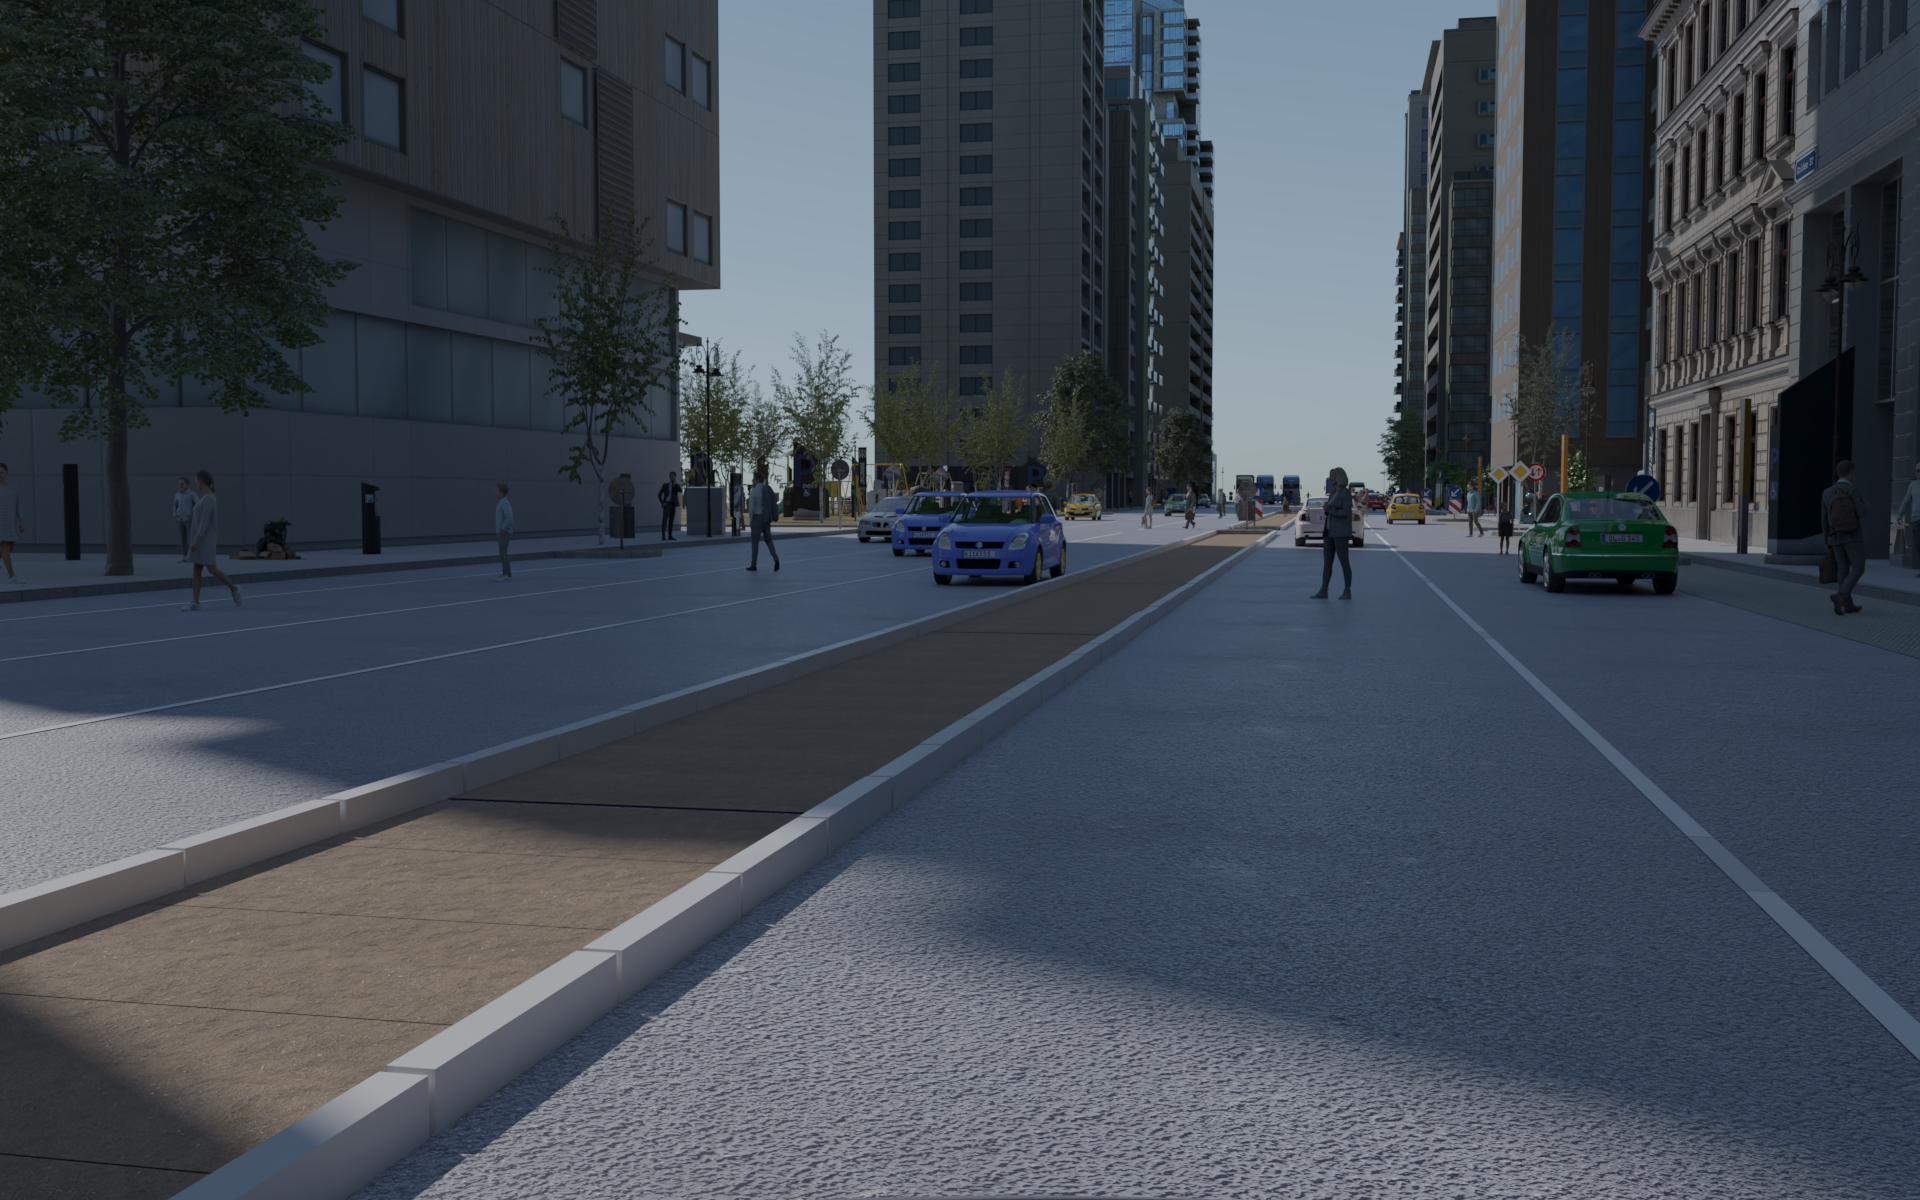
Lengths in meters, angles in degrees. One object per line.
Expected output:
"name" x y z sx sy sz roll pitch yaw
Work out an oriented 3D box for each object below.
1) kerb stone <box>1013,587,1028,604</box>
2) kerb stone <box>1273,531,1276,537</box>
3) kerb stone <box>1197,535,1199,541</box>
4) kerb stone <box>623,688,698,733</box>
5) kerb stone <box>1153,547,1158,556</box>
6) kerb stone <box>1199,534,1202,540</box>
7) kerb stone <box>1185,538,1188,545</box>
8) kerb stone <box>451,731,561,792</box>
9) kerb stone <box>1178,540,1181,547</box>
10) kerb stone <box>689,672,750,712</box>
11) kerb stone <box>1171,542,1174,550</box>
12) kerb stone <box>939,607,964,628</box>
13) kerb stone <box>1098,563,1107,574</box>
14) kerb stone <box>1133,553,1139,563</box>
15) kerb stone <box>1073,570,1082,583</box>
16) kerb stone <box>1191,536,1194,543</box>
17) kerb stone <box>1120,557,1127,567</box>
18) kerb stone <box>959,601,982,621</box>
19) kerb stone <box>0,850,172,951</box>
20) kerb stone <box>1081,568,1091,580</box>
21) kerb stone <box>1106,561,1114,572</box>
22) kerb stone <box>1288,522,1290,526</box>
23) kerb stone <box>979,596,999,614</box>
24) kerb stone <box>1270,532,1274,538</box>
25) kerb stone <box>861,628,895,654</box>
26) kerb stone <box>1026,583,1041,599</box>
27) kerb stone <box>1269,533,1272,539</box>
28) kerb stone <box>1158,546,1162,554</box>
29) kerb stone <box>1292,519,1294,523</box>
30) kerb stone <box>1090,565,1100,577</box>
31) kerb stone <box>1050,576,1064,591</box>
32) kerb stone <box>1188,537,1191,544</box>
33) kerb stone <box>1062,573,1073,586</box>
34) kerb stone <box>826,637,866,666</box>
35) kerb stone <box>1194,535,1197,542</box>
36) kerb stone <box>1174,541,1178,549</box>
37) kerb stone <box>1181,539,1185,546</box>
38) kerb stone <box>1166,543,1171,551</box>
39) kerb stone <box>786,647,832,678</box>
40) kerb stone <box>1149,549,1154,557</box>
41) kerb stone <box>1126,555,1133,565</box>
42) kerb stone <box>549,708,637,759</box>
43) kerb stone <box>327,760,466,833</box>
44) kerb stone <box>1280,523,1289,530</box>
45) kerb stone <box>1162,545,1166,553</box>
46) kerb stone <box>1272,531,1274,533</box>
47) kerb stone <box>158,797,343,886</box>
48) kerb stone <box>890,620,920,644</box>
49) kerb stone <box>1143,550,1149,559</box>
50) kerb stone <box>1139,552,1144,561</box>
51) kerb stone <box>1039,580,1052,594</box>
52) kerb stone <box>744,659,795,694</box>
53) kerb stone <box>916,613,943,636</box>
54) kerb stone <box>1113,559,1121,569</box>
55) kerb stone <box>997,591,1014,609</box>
"kerb stone" 0.718 -0.038 22.816 0.120 0.150 1.000 1 4 12
"kerb stone" 10.128 -2.096 56.472 0.120 0.150 1.000 1 4 12
"kerb stone" 6.986 -1.816 51.891 0.120 0.150 1.000 1 4 12
"kerb stone" -1.882 0.697 10.792 0.120 0.150 1.000 1 4 12
"kerb stone" 4.392 -1.081 39.867 0.120 0.150 1.000 1 4 12
"kerb stone" 7.208 -1.876 52.898 0.120 0.150 1.000 1 4 12
"kerb stone" 6.129 -1.565 47.889 0.120 0.150 1.000 1 4 12
"kerb stone" -2.310 0.821 8.777 0.120 0.150 1.000 1 4 12
"kerb stone" 5.695 -1.449 45.882 0.120 0.150 1.000 1 4 12
"kerb stone" -1.667 0.636 11.793 0.120 0.150 1.000 1 4 12
"kerb stone" 5.262 -1.326 43.867 0.120 0.150 1.000 1 4 12
"kerb stone" -0.153 0.208 18.802 0.120 0.150 1.000 1 4 12
"kerb stone" 2.440 -0.529 30.844 0.120 0.150 1.000 1 4 12
"kerb stone" 3.530 -0.836 35.867 0.120 0.150 1.000 1 4 12
"kerb stone" 1.797 -0.344 27.837 0.120 0.150 1.000 1 4 12
"kerb stone" 6.561 -1.690 49.889 0.120 0.150 1.000 1 4 12
"kerb stone" 3.102 -0.714 33.862 0.120 0.150 1.000 1 4 12
"kerb stone" 0.066 0.146 19.811 0.120 0.150 1.000 1 4 12
"kerb stone" -2.964 1.009 5.772 0.120 0.150 1.000 1 4 12
"kerb stone" 2.018 -0.403 28.836 0.120 0.150 1.000 1 4 12
"kerb stone" 2.658 -0.591 31.856 0.120 0.150 1.000 1 4 12
"kerb stone" 13.910 -3.168 73.996 0.120 0.150 1.000 1 4 12
"kerb stone" 0.281 0.085 20.811 0.120 0.150 1.000 1 4 12
"kerb stone" 9.702 -1.974 54.465 0.120 0.150 1.000 1 4 12
"kerb stone" -0.802 0.395 15.798 0.120 0.150 1.000 1 4 12
"kerb stone" 0.931 -0.099 23.816 0.120 0.150 1.000 1 4 12
"kerb stone" 9.488 -1.913 53.465 0.120 0.150 1.000 1 4 12
"kerb stone" 4.602 -1.139 40.868 0.120 0.150 1.000 1 4 12
"kerb stone" 15.436 -3.593 81.007 0.120 0.150 1.000 1 4 12
"kerb stone" 2.234 -0.463 29.835 0.120 0.150 1.000 1 4 12
"kerb stone" 1.373 -0.221 25.825 0.120 0.150 1.000 1 4 12
"kerb stone" 6.345 -1.633 48.888 0.120 0.150 1.000 1 4 12
"kerb stone" 1.583 -0.283 26.826 0.120 0.150 1.000 1 4 12
"kerb stone" -1.017 0.452 14.798 0.120 0.150 1.000 1 4 12
"kerb stone" 6.776 -1.755 50.888 0.120 0.150 1.000 1 4 12
"kerb stone" 5.481 -1.387 44.877 0.120 0.150 1.000 1 4 12
"kerb stone" 5.910 -1.510 46.881 0.120 0.150 1.000 1 4 12
"kerb stone" 5.043 -1.263 42.867 0.120 0.150 1.000 1 4 12
"kerb stone" -1.237 0.514 13.800 0.120 0.150 1.000 1 4 12
"kerb stone" 4.180 -1.020 38.867 0.120 0.150 1.000 1 4 12
"kerb stone" 3.322 -0.775 34.860 0.120 0.150 1.000 1 4 12
"kerb stone" -2.094 0.762 9.780 0.120 0.150 1.000 1 4 12
"kerb stone" -2.531 0.882 7.773 0.120 0.150 1.000 1 4 12
"kerb stone" 13.482 -3.037 71.980 0.120 0.150 1.000 1 4 12
"kerb stone" 4.822 -1.200 41.869 0.120 0.150 1.000 1 4 12
"kerb stone" 9.910 -2.035 55.466 0.120 0.150 1.000 1 4 12
"kerb stone" -2.757 0.943 6.773 0.120 0.150 1.000 1 4 12
"kerb stone" -0.592 0.333 16.798 0.120 0.150 1.000 1 4 12
"kerb stone" 3.960 -0.956 37.869 0.120 0.150 1.000 1 4 12
"kerb stone" 3.748 -0.892 36.869 0.120 0.150 1.000 1 4 12
"kerb stone" 1.142 -0.160 24.819 0.120 0.150 1.000 1 4 12
"kerb stone" -1.451 0.578 12.796 0.120 0.150 1.000 1 4 12
"kerb stone" -0.366 0.269 17.801 0.120 0.150 1.000 1 4 12
"kerb stone" 2.880 -0.652 32.857 0.120 0.150 1.000 1 4 12
"kerb stone" 0.499 0.028 21.816 0.120 0.150 1.000 1 4 12
